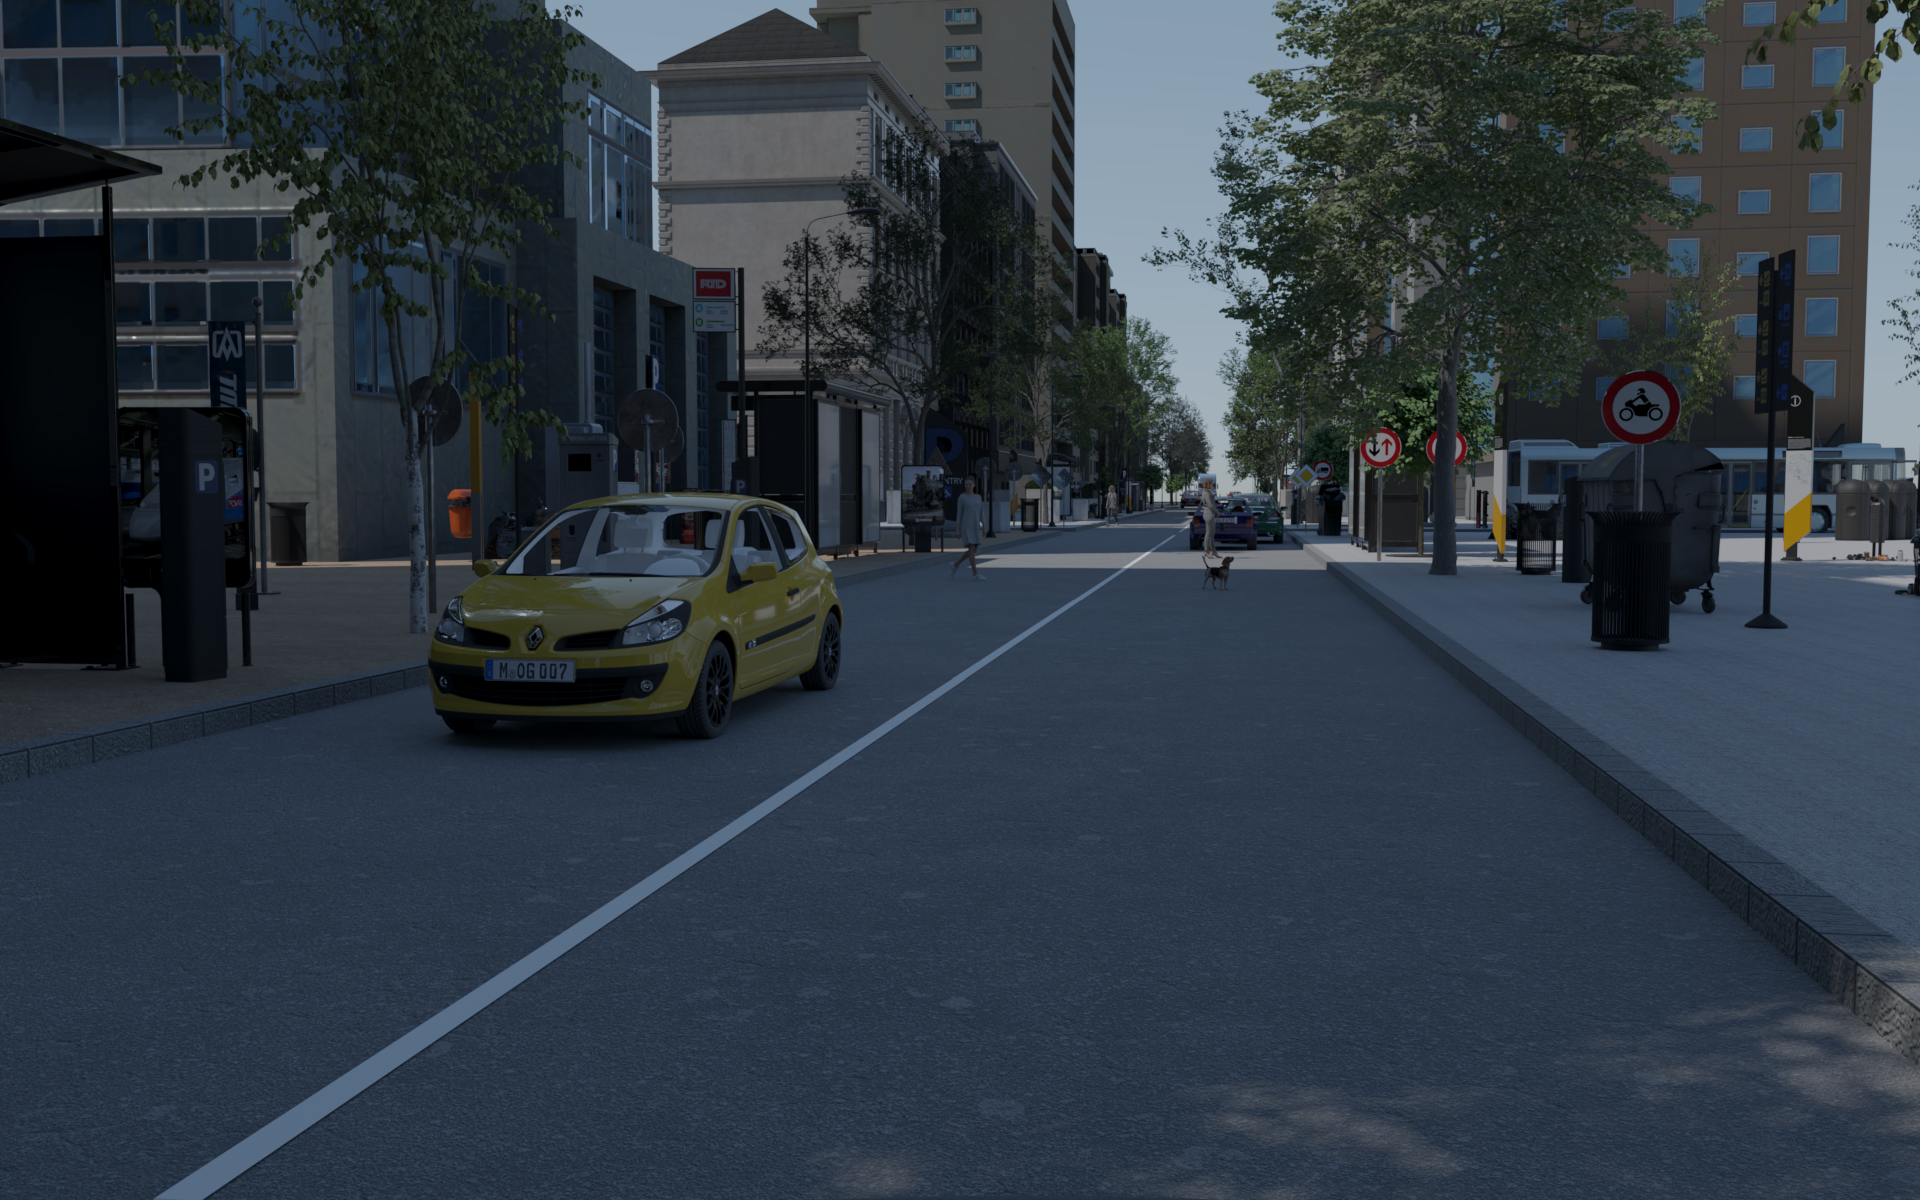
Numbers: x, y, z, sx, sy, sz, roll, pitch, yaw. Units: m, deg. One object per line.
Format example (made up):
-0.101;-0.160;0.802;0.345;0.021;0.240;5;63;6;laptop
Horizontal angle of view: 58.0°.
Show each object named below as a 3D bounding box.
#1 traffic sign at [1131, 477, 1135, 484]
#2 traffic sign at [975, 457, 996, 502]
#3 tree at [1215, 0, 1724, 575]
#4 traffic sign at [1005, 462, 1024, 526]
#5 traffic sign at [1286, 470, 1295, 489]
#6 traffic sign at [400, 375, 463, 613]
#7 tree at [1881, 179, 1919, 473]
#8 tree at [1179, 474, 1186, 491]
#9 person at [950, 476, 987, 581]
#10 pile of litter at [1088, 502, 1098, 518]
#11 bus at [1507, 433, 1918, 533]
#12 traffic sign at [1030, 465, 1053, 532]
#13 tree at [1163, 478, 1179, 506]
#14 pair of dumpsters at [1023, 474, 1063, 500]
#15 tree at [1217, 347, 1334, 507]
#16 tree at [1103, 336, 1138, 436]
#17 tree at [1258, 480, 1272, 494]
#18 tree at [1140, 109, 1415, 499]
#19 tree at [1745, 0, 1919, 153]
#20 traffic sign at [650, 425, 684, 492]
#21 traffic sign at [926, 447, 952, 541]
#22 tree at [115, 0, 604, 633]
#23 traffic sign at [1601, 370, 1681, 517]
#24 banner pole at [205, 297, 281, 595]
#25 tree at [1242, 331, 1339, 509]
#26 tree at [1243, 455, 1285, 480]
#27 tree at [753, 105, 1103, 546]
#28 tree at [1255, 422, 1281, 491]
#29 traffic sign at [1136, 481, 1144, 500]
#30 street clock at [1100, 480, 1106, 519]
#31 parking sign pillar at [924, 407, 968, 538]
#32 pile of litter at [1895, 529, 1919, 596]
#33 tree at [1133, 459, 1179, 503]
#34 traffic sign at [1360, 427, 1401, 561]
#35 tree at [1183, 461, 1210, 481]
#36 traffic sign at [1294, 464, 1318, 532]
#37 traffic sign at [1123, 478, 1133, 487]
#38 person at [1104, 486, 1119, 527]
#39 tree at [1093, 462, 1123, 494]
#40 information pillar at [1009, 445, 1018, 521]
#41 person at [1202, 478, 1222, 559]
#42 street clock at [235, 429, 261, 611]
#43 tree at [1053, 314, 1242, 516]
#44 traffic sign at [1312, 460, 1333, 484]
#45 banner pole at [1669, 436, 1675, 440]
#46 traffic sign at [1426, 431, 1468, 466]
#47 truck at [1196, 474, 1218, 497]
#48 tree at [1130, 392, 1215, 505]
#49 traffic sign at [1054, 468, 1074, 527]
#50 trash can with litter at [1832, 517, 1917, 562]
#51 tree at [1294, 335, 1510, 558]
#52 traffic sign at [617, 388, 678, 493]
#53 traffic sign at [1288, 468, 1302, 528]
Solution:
13.040;-8.061;131.802;0.884;2.594;0.081;1;4;14;traffic sign
0.874;-3.670;60.117;0.768;2.556;0.104;1;4;18;traffic sign
8.064;-6.657;26.974;7.486;12.596;7.792;0;3;0;tree
2.141;-4.187;68.559;0.768;2.556;0.104;1;4;18;traffic sign
18.204;-5.767;94.295;0.884;2.594;0.081;1;4;11;traffic sign
-5.676;-1.129;18.569;0.768;2.556;0.104;1;4;16;traffic sign
22.390;-5.375;38.252;4.360;8.622;3.978;0;3;0;tree
29.420;-15.485;236.896;4.285;4.588;4.351;0;3;0;tree
0.124;-1.199;28.861;0.760;1.731;0.466;2;4;30;person
6.883;-4.770;91.947;1.176;0.858;1.719;-1;4;-14;pile of litter
25.611;-3.908;58.752;13.247;3.499;2.948;0;4;7;bus
2.772;-3.400;59.229;0.795;2.450;0.064;1;4;9;traffic sign
22.686;-11.819;187.842;1.663;3.219;1.824;0;3;0;tree
3.882;-4.826;81.401;1.574;2.255;4.437;1;4;9;pair of dumpsters
22.948;-12.757;125.584;9.611;12.733;9.660;0;3;0;tree
3.840;-8.552;74.232;8.767;10.594;7.601;2;4;24;tree
40.193;-14.154;226.014;1.663;3.219;1.824;0;3;0;tree
15.795;-14.097;86.383;12.611;20.169;13.585;0;3;0;tree
4.999;-3.524;7.978;4.737;8.622;4.395;0;3;0;tree
-4.950;-1.755;28.800;0.768;2.556;0.104;1;4;19;traffic sign
-0.656;-2.913;47.639;0.884;2.594;0.081;1;4;16;traffic sign
-5.024;-3.985;15.520;4.737;8.622;4.395;0;3;0;tree
7.001;-1.086;17.868;0.768;2.556;0.104;1;4;17;traffic sign
-9.148;-1.961;22.082;0.863;3.779;0.401;0;4;-1;banner pole
20.179;-11.211;109.049;9.928;11.665;9.643;0;3;0;tree
41.600;-18.612;238.723;8.767;10.594;7.601;-3;5;-42;tree
-1.222;-6.620;42.655;8.767;10.594;7.601;1;4;9;tree
27.969;-12.551;155.573;4.360;8.622;3.978;0;3;0;tree
14.245;-8.263;137.228;0.606;2.300;0.079;1;4;17;traffic sign
7.238;-5.087;87.736;0.358;2.002;0.471;0;4;2;street clock
-0.418;-3.844;51.323;1.447;3.967;1.447;0;4;3;parking sign pillar
12.436;-0.475;21.735;1.176;0.858;1.719;1;4;22;pile of litter
17.370;-10.596;156.957;4.285;4.588;4.351;0;3;0;tree
8.020;-2.016;33.069;0.768;2.556;0.104;1;4;15;traffic sign
39.901;-22.322;299.375;7.601;10.594;8.767;-2;4;-25;tree
11.552;-3.313;57.811;0.795;2.450;0.064;1;4;9;traffic sign
12.655;-7.994;130.808;0.768;2.556;0.104;1;4;17;traffic sign
6.668;-4.079;75.373;0.728;1.800;0.709;-2;4;-35;person
8.832;-6.813;105.999;1.663;3.219;1.824;0;3;0;tree
2.536;-5.537;81.878;0.183;3.616;0.504;-3;4;-38;information pillar
5.633;-1.816;38.469;0.573;1.790;0.520;-1;4;-13;person
-7.881;-0.888;19.087;0.358;2.002;0.471;-3;5;-41;street clock
8.985;-10.624;99.463;9.928;11.665;9.643;0;3;0;tree
13.498;-3.939;64.507;0.768;2.556;0.104;1;4;13;traffic sign
26.963;-4.624;65.627;0.863;3.779;0.401;-3;5;-43;banner pole
9.412;-2.045;33.540;0.768;2.556;0.104;1;4;14;traffic sign
33.782;-15.041;235.681;2.967;4.110;18.799;1;4;9;truck
26.205;-18.527;213.287;12.009;13.543;11.850;0;3;0;tree
4.031;-3.882;67.114;0.795;2.450;0.064;1;4;9;traffic sign
17.906;-1.388;33.744;1.678;1.210;2.233;1;4;16;trash can with litter
9.456;-3.170;35.548;4.285;4.588;4.351;0;3;0;tree
-3.775;-1.273;20.920;0.768;2.556;0.104;1;4;9;traffic sign
12.811;-3.795;65.697;0.795;2.450;0.064;1;4;9;traffic sign
